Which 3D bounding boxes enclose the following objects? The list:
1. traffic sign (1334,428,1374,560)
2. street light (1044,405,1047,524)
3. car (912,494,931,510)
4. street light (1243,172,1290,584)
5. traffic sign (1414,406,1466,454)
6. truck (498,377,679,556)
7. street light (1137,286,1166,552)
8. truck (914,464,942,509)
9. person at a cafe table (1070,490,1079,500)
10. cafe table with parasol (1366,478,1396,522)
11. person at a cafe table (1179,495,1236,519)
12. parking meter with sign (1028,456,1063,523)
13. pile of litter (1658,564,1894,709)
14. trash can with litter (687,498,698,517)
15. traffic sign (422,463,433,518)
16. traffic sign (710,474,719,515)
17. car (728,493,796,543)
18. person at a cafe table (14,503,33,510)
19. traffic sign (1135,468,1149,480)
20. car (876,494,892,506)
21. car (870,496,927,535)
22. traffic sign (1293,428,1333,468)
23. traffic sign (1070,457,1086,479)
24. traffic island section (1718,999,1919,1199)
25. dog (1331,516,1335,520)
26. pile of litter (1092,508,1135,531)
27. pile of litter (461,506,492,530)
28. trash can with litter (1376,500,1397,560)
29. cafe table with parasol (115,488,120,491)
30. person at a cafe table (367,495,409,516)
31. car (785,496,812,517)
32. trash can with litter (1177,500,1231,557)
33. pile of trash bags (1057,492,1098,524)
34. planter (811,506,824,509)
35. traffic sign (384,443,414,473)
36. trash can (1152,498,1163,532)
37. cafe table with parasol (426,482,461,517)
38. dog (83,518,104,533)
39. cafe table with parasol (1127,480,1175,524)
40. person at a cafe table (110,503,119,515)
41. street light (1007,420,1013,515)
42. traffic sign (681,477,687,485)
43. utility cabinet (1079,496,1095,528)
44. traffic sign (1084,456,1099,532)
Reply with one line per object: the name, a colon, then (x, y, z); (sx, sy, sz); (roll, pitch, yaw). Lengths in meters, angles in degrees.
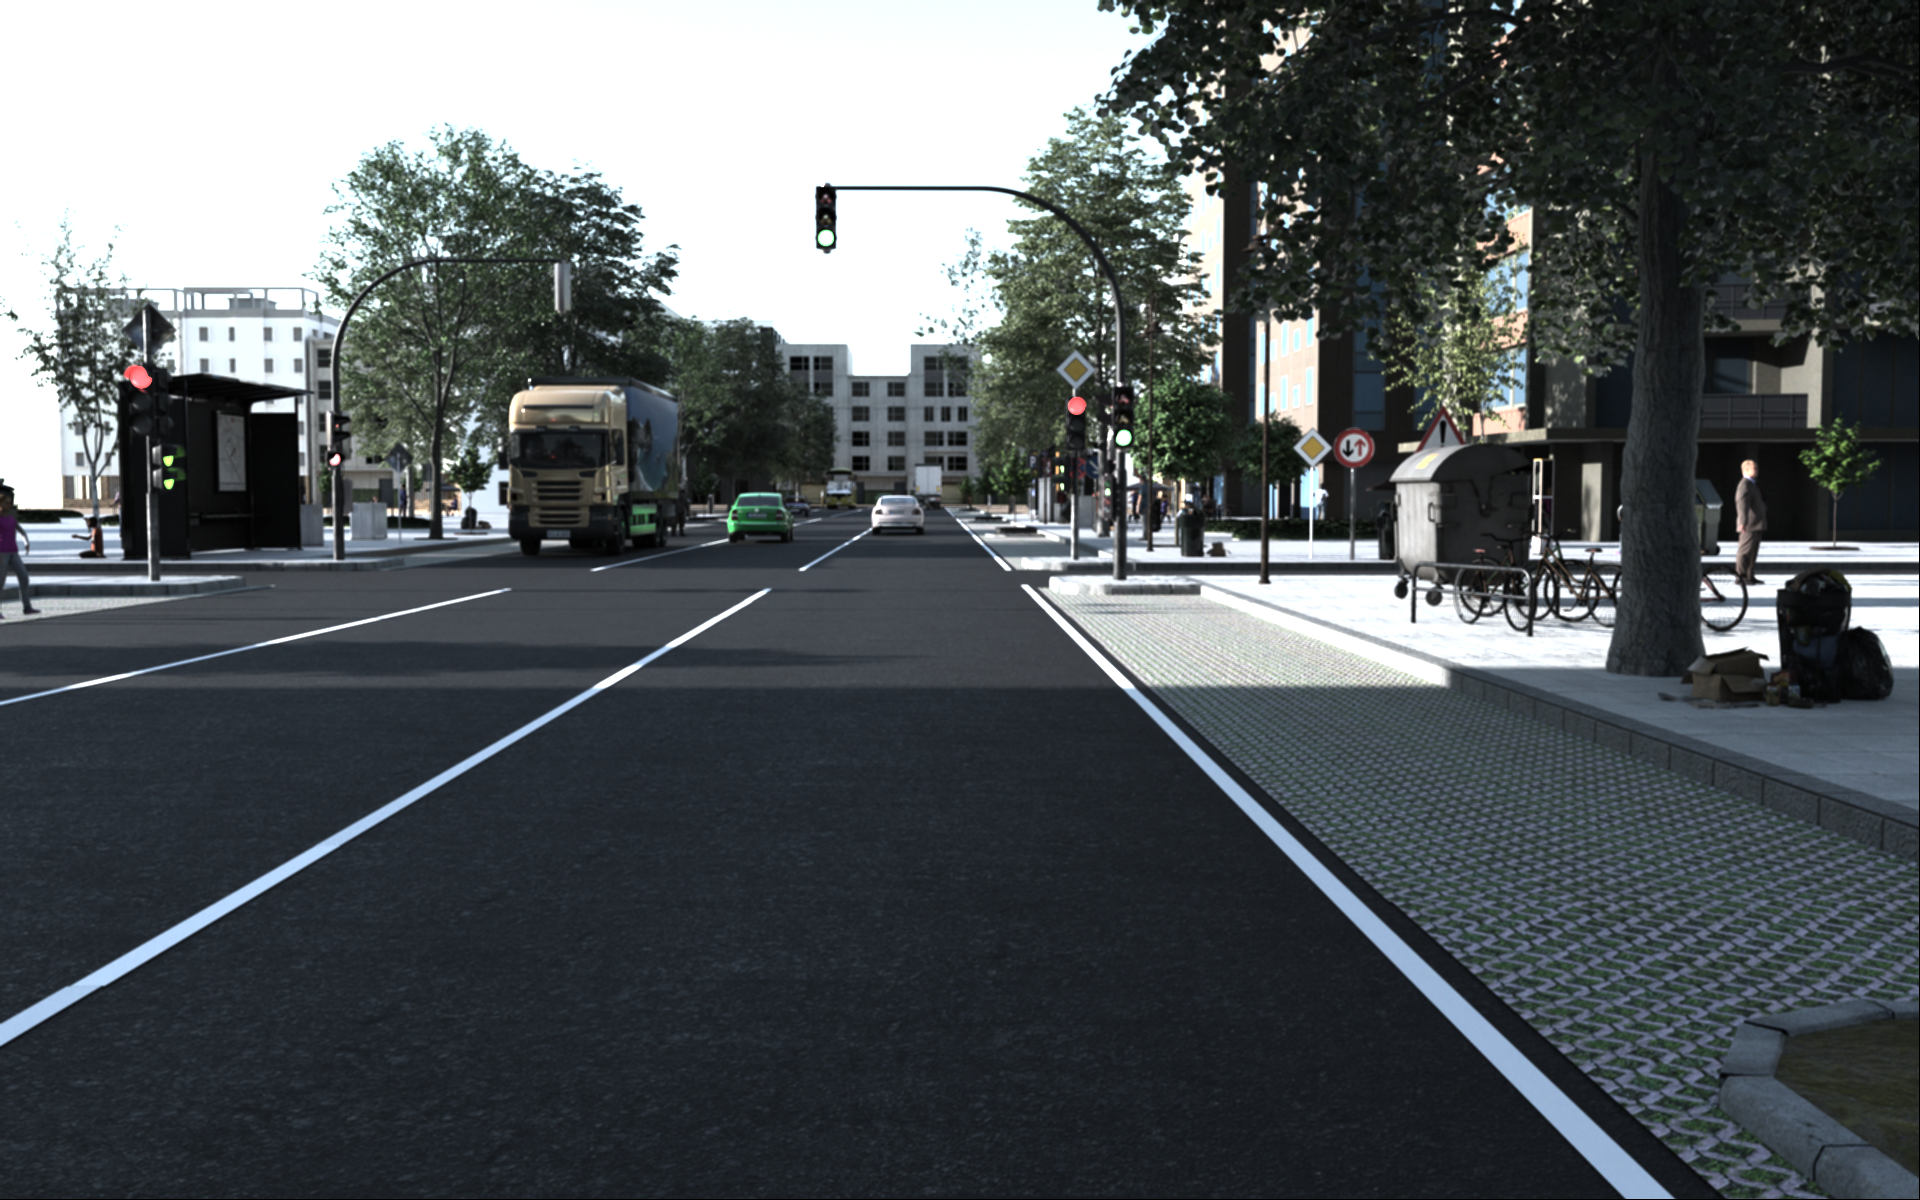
traffic sign: (7.604, -2.042, 33.500); (0.768, 2.556, 0.104); (0, 4, 6)
street light: (3.647, -6.175, 73.757); (0.468, 5.910, 1.993); (0, 4, -1)
car: (-3.603, -8.854, 154.542); (2.009, 1.686, 4.222); (0, 4, 1)
street light: (4.351, -3.166, 24.559); (0.468, 5.910, 1.993); (0, 4, -1)
traffic sign: (7.109, -1.564, 25.582); (0.884, 2.594, 0.081); (0, 4, 1)
truck: (-9.121, -3.355, 43.773); (2.839, 4.237, 11.283); (0, 4, -1)
street light: (4.252, -4.024, 38.573); (0.468, 5.910, 1.993); (0, 4, -1)
truck: (-3.067, -10.832, 166.012); (2.839, 4.237, 11.283); (0, 4, -1)
person at a cafe table: (7.228, -5.774, 102.916); (1.698, 1.524, 1.622); (-3, 5, -39)
cafe table with parasol: (17.402, -3.956, 69.548); (2.610, 1.966, 2.610); (-2, 4, -29)
person at a cafe table: (9.048, -3.229, 63.649); (1.698, 1.238, 1.726); (1, 4, 21)
parking meter with sign: (3.923, -5.001, 78.024); (1.738, 3.016, 0.543); (3, 4, 38)
pile of litter: (5.123, 0.187, 10.916); (1.719, 0.858, 1.176); (-1, 4, -15)
trash can with litter: (-15.472, -5.365, 99.097); (1.055, 1.170, 0.624); (1, 4, 20)
traffic sign: (-17.566, -3.385, 57.477); (0.606, 2.300, 0.079); (0, 4, 8)
traffic sign: (-15.291, -6.552, 107.227); (0.768, 2.556, 0.104); (0, 4, 2)
car: (-5.979, -2.661, 52.297); (1.959, 1.807, 4.718); (0, 4, -3)
person at a cafe table: (-56.996, -5.723, 104.426); (1.726, 1.238, 1.698); (-1, 4, -18)
traffic sign: (6.907, -3.950, 64.690); (0.768, 2.556, 0.104); (0, 4, 6)
car: (-7.529, -10.111, 174.103); (1.959, 1.807, 4.718); (0, 3, 0)
car: (-2.236, -3.075, 62.631); (2.083, 1.381, 4.827); (0, 4, -2)
traffic sign: (7.021, -2.122, 34.434); (0.795, 2.593, 0.064); (0, 4, 2)
traffic sign: (3.984, -3.621, 59.302); (0.768, 2.556, 0.104); (0, 4, 3)
traffic island section: (2.755, 1.176, 3.638); (1.991, 0.108, 1.994); (0, 4, -1)
dog: (14.994, -3.135, 68.995); (0.748, 0.427, 0.550); (-1, 4, -13)
pile of litter: (5.367, -2.855, 60.646); (1.719, 0.858, 1.176); (-1, 4, -15)
pile of litter: (-17.664, -3.028, 63.475); (1.176, 0.858, 1.719); (1, 4, 18)
trash can with litter: (8.519, -1.351, 33.476); (0.624, 1.170, 1.055); (-2, 4, -24)
cafe table with parasol: (-40.760, -5.000, 86.622); (2.610, 1.966, 2.610); (-1, 4, -10)
person at a cafe table: (-24.644, -3.843, 73.701); (1.698, 1.238, 1.726); (-3, 5, -42)
car: (-10.157, -5.798, 107.375); (1.945, 1.354, 3.894); (0, 4, -3)
trash can with litter: (4.991, -1.472, 35.462); (1.055, 1.170, 0.624); (0, 4, -2)
pile of trash bags: (5.416, -3.878, 73.156); (1.912, 1.369, 3.447); (-1, 4, -14)
planter: (-13.864, -8.672, 162.933); (1.991, 0.319, 1.994); (0, 4, -1)
traffic sign: (-14.426, -2.740, 44.527); (0.795, 2.593, 0.064); (0, 4, 6)
trash can: (6.513, -2.877, 58.700); (0.748, 1.137, 0.748); (0, 3, 0)
cafe table with parasol: (-29.307, -5.710, 98.219); (2.610, 1.966, 2.610); (3, 5, 39)
dog: (-28.673, -2.478, 57.342); (0.540, 0.507, 0.406); (-3, 5, -45)
cafe table with parasol: (8.047, -4.209, 73.680); (2.610, 1.966, 2.610); (-1, 4, -17)
person at a cafe table: (-50.766, -5.932, 105.504); (1.622, 1.524, 1.698); (-2, 4, -32)
street light: (3.091, -8.271, 108.022); (0.468, 5.910, 1.993); (0, 4, -1)
traffic sign: (-16.696, -6.238, 104.126); (0.606, 2.300, 0.079); (0, 4, 4)
utility cabinet: (4.723, -3.345, 65.847); (1.020, 1.237, 0.306); (3, 5, 40)
traffic sign: (4.535, -3.531, 57.843); (0.768, 2.556, 0.104); (0, 4, 1)
